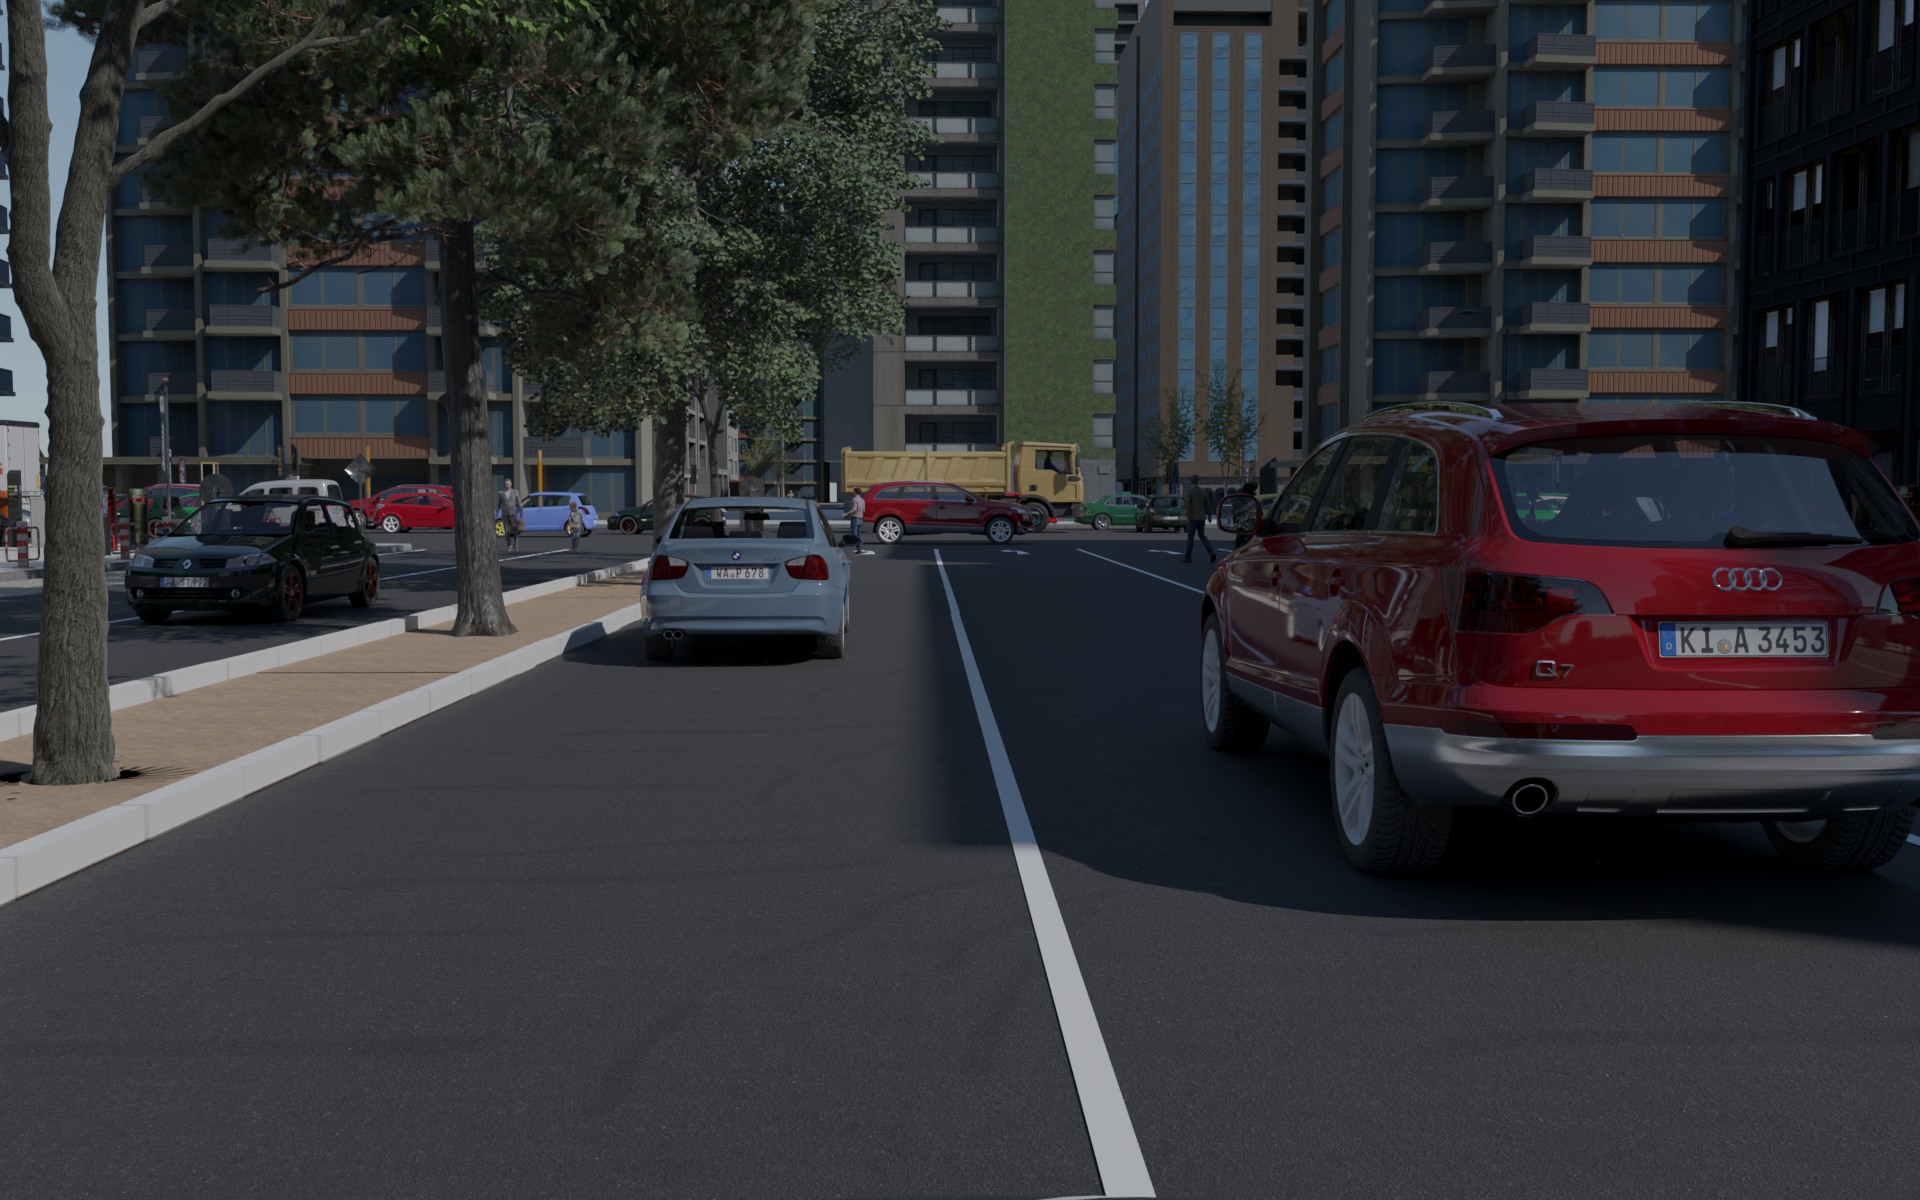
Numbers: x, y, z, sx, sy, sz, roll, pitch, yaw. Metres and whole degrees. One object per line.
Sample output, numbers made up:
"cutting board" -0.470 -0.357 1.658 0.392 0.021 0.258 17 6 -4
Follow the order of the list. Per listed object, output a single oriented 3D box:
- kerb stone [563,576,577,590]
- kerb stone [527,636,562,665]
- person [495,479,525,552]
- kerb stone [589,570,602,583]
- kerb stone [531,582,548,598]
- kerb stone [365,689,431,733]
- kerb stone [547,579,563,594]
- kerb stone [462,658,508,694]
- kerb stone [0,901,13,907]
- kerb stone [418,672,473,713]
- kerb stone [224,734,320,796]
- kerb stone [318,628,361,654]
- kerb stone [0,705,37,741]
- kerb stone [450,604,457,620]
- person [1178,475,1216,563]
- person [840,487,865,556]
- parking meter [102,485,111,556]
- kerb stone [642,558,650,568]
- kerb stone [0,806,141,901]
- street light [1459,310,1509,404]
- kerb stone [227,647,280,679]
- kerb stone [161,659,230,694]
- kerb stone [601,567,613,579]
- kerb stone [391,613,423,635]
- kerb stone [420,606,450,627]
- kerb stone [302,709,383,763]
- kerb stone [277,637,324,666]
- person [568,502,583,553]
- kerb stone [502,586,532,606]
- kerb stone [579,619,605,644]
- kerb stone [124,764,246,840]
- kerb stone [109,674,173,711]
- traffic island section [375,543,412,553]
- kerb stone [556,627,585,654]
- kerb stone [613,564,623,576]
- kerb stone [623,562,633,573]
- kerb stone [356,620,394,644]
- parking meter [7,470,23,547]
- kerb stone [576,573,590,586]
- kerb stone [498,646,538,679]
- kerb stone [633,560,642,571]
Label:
"kerb stone" -5.973 -0.239 26.101 0.120 0.150 1.000 0 4 -1
"kerb stone" -3.610 0.446 14.900 0.120 0.150 1.000 0 4 -1
"person" -11.191 -2.107 43.068 0.709 1.813 0.853 -1 4 -14
"kerb stone" -6.011 -0.366 28.172 0.120 0.150 1.000 0 4 -1
"kerb stone" -5.920 -0.113 24.049 0.120 0.150 1.000 0 4 -1
"kerb stone" -3.509 0.698 10.779 0.120 0.150 1.000 0 4 -1
"kerb stone" -5.943 -0.176 25.075 0.120 0.150 1.000 0 4 -1
"kerb stone" -3.549 0.572 12.839 0.120 0.150 1.000 0 4 -1
"kerb stone" -3.379 1.015 5.601 0.120 0.150 1.000 0 4 -1
"kerb stone" -3.527 0.635 11.813 0.120 0.150 1.000 0 4 -1
"kerb stone" -3.458 0.828 8.692 0.120 0.150 1.000 0 4 -1
"kerb stone" -5.723 0.389 15.836 0.120 0.150 1.000 0 4 -1
"kerb stone" -5.599 0.710 10.694 0.120 0.150 1.000 0 4 -1
"kerb stone" -5.813 0.141 19.941 0.120 0.150 1.000 0 4 -1
"person" 4.987 -1.697 36.157 0.836 1.842 0.656 2 4 31
"person" -2.411 -1.819 40.204 0.435 1.587 0.963 1 4 18
"parking meter" -17.907 -1.691 36.067 0.372 1.533 0.369 0 3 0
"kerb stone" -6.137 -0.681 33.329 0.120 0.150 1.000 0 4 -1
"kerb stone" -3.407 0.952 6.630 0.120 0.150 1.000 0 4 -1
"street light" 13.280 -4.363 43.874 1.470 5.913 1.316 0 4 -1
"kerb stone" -5.675 0.517 13.782 0.120 0.150 1.000 0 4 -1
"kerb stone" -5.658 0.578 12.753 0.120 0.150 1.000 0 4 -1
"kerb stone" -6.047 -0.425 29.212 0.120 0.150 1.000 0 4 -1
"kerb stone" -5.773 0.267 17.888 0.120 0.150 1.000 0 4 -1
"kerb stone" -5.792 0.201 18.914 0.120 0.150 1.000 0 4 -1
"kerb stone" -3.476 0.762 9.735 0.120 0.150 1.000 0 4 -1
"kerb stone" -5.695 0.453 14.808 0.120 0.150 1.000 0 4 -1
"person" -9.290 -1.756 41.897 0.332 1.250 0.352 1 4 16
"kerb stone" -5.894 -0.048 23.022 0.120 0.150 1.000 0 4 -1
"kerb stone" -3.648 0.325 16.955 0.120 0.150 1.000 0 4 -1
"kerb stone" -3.427 0.889 7.666 0.120 0.150 1.000 0 4 -1
"kerb stone" -5.625 0.642 11.723 0.120 0.150 1.000 0 4 -1
"traffic island section" -14.990 -1.288 43.336 2.009 0.180 2.903 0 4 -1
"kerb stone" -3.626 0.389 15.927 0.120 0.150 1.000 0 4 -1
"kerb stone" -6.067 -0.492 30.241 0.120 0.150 1.000 0 4 -1
"kerb stone" -6.097 -0.553 31.275 0.120 0.150 1.000 0 4 -1
"kerb stone" -5.751 0.326 16.862 0.120 0.150 1.000 0 4 -1
"parking meter" -22.763 -2.202 41.722 0.255 1.863 0.399 -1 4 -18
"kerb stone" -5.993 -0.301 27.145 0.120 0.150 1.000 0 4 -1
"kerb stone" -3.574 0.509 13.867 0.120 0.150 1.000 0 4 -1
"kerb stone" -6.113 -0.617 32.303 0.120 0.150 1.000 0 4 -1
